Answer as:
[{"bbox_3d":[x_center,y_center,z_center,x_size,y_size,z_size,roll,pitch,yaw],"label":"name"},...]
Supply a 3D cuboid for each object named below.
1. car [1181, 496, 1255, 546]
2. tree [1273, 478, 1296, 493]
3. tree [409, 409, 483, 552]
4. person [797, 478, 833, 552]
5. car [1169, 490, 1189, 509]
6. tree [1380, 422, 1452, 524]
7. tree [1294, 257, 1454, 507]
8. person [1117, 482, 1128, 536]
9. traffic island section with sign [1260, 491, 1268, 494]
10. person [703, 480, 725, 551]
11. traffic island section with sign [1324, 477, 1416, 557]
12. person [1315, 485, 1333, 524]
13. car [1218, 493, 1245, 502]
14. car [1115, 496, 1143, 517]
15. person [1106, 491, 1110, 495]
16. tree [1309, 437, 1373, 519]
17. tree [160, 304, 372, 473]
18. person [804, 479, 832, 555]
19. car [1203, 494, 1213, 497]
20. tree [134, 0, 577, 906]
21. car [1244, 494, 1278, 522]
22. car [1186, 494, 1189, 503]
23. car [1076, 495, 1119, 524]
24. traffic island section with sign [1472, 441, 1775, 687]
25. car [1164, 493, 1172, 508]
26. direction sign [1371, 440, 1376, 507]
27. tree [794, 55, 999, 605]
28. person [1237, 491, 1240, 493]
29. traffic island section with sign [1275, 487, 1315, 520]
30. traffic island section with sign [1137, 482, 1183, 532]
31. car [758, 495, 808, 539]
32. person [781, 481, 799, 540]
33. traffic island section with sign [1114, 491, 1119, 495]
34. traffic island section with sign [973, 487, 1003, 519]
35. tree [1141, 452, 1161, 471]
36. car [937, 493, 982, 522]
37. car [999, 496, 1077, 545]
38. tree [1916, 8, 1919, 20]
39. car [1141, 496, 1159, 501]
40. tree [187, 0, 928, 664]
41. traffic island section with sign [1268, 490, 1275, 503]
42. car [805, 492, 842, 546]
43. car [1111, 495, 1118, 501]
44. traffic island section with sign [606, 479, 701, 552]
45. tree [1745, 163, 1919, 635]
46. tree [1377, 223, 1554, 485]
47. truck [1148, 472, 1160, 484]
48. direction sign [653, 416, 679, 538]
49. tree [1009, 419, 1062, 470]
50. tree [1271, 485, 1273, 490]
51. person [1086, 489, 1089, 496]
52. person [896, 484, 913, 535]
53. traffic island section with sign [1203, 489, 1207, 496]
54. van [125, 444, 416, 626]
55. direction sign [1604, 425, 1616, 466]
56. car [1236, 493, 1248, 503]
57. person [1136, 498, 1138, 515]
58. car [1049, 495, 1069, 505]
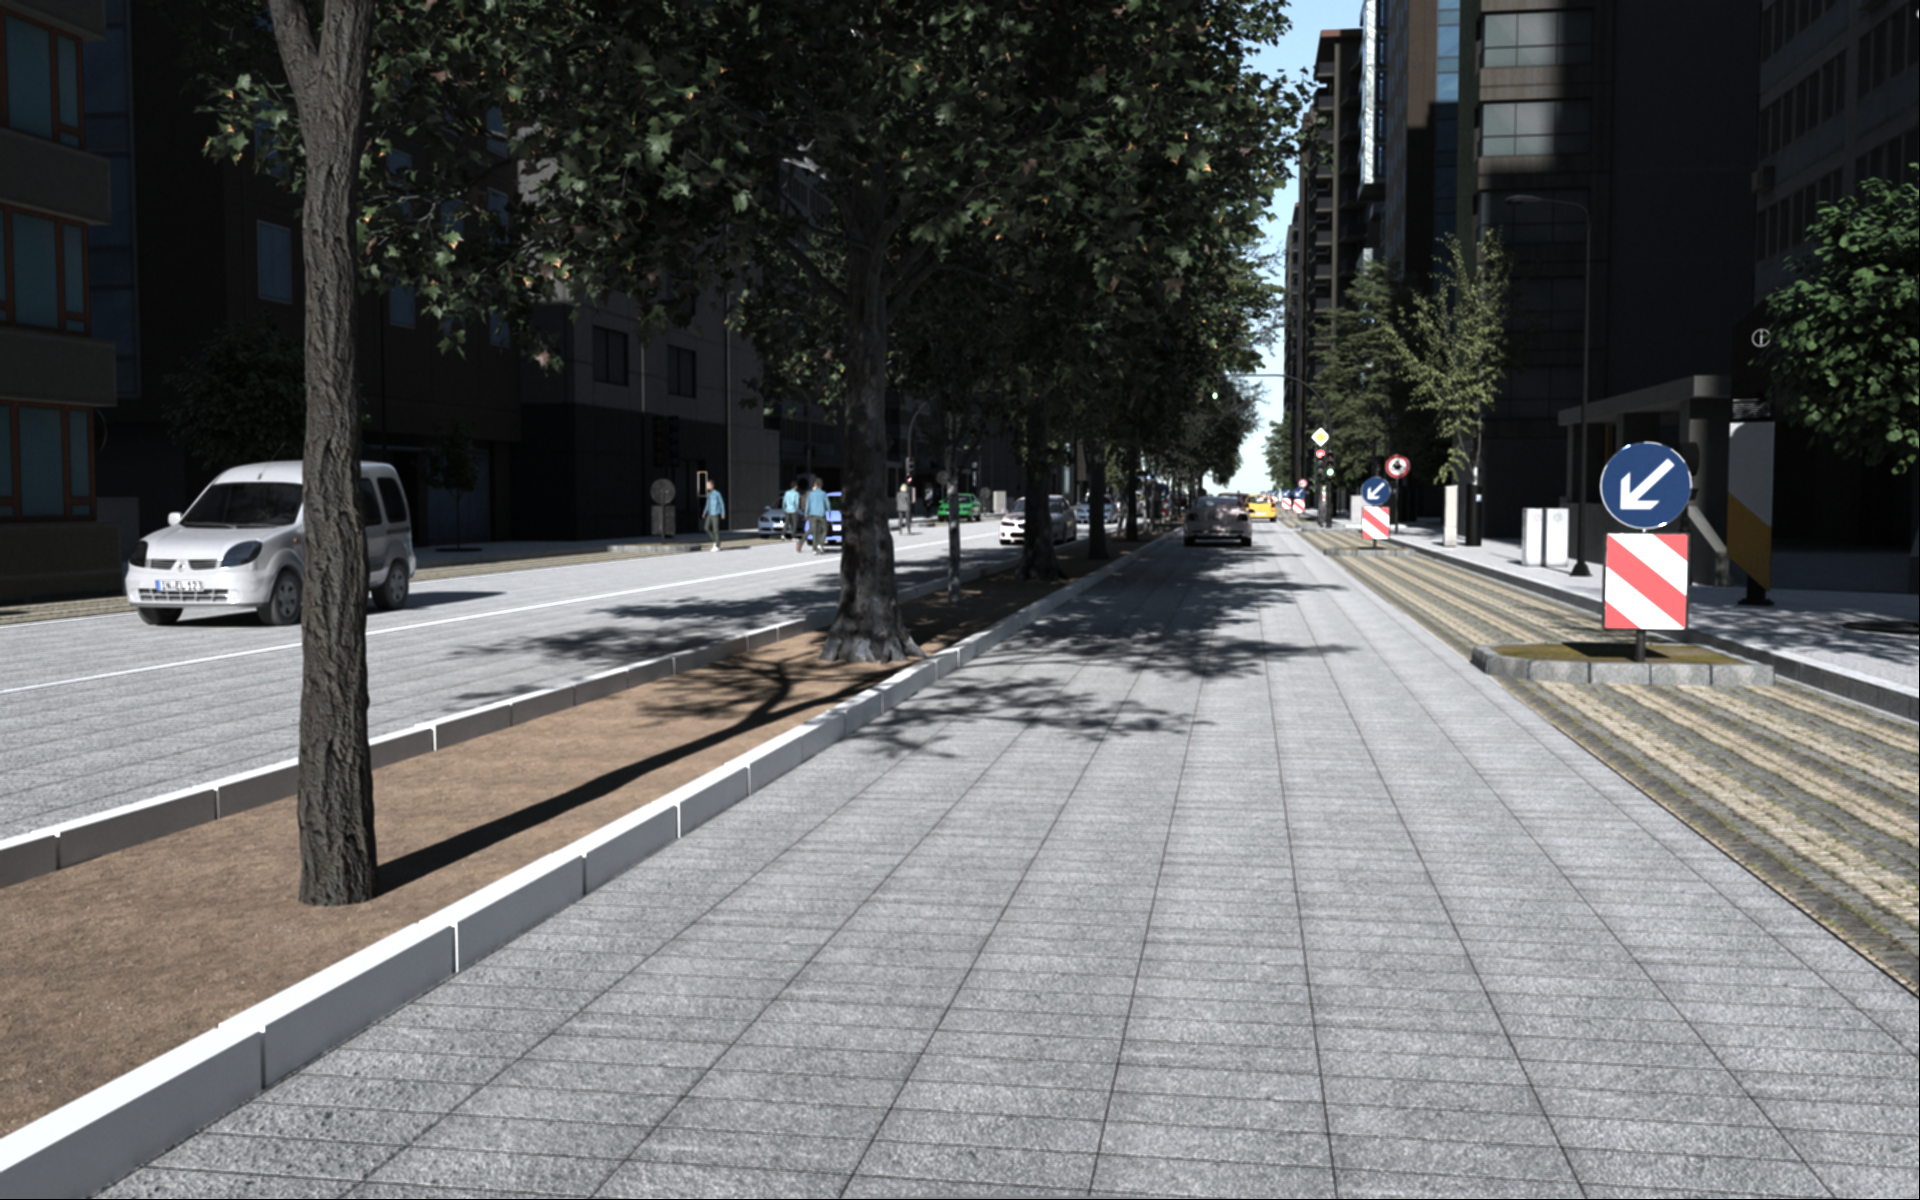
[{"bbox_3d":[7.292,-2.238,48.958,2.083,1.381,4.827,1,4,9],"label":"car"},{"bbox_3d":[41.067,-13.716,218.853,1.663,3.219,1.824,0,3,0],"label":"tree"},{"bbox_3d":[-11.273,-2.721,39.088,1.663,3.219,1.824,0,3,0],"label":"tree"},{"bbox_3d":[-3.575,-2.082,42.499,0.822,1.834,0.622,2,4,27],"label":"person"},{"bbox_3d":[20.489,-9.467,163.452,2.281,1.827,5.304,1,4,9],"label":"car"},{"bbox_3d":[20.738,-5.536,74.219,4.285,4.588,4.351,0,3,0],"label":"tree"},{"bbox_3d":[20.524,-10.097,83.219,7.486,12.596,7.792,0,3,0],"label":"tree"},{"bbox_3d":[5.661,-3.113,59.207,0.655,1.846,0.447,2,4,30],"label":"person"},{"bbox_3d":[31.109,-10.006,172.225,1.989,1.847,2.006,1,4,9],"label":"traffic island section with sign"},{"bbox_3d":[-6.181,-2.125,43.591,0.444,1.785,0.601,-3,5,-41],"label":"person"},{"bbox_3d":[9.550,-1.949,40.495,1.989,1.847,2.006,1,4,9],"label":"traffic island section with sign"},{"bbox_3d":[16.079,-4.153,76.528,0.709,1.813,0.853,-1,4,-17],"label":"person"},{"bbox_3d":[16.658,-6.020,107.460,2.155,1.783,4.494,0,4,8],"label":"car"},{"bbox_3d":[10.594,-5.947,109.594,2.083,1.381,4.827,1,4,11],"label":"car"},{"bbox_3d":[16.079,-10.945,188.129,1.217,1.739,0.721,0,4,-5],"label":"person"},{"bbox_3d":[21.002,-6.559,90.959,4.285,4.588,4.351,0,3,0],"label":"tree"},{"bbox_3d":[-11.952,-2.832,30.022,4.285,4.588,4.351,0,3,0],"label":"tree"},{"bbox_3d":[-3.350,-1.961,40.902,0.601,1.785,0.444,1,4,13],"label":"person"},{"bbox_3d":[43.470,-17.890,302.286,2.009,1.686,4.222,1,4,10],"label":"car"},{"bbox_3d":[-2.272,-4.195,5.456,8.767,10.594,7.601,1,4,9],"label":"tree"},{"bbox_3d":[15.424,-4.843,89.411,2.015,1.641,3.980,0,4,8],"label":"car"},{"bbox_3d":[24.267,-11.052,189.499,1.959,1.807,4.718,1,4,9],"label":"car"},{"bbox_3d":[6.723,-4.430,84.436,2.014,1.417,4.499,1,4,10],"label":"car"},{"bbox_3d":[5.204,-0.322,13.891,1.989,1.847,2.006,1,4,9],"label":"traffic island section with sign"},{"bbox_3d":[18.041,-8.742,152.524,1.945,1.707,3.694,1,4,9],"label":"car"},{"bbox_3d":[17.560,-4.988,73.548,0.379,3.537,0.876,1,4,23],"label":"direction sign"},{"bbox_3d":[-0.095,-4.217,21.772,4.360,8.622,3.978,0,3,0],"label":"tree"},{"bbox_3d":[31.288,-11.402,194.864,0.705,1.831,1.348,0,4,4],"label":"person"},{"bbox_3d":[18.540,-5.309,95.428,1.989,1.847,2.006,1,4,9],"label":"traffic island section with sign"},{"bbox_3d":[7.450,-3.591,66.851,2.006,1.907,1.989,1,4,9],"label":"traffic island section with sign"},{"bbox_3d":[-5.255,-2.720,56.472,2.014,1.417,4.499,1,4,9],"label":"car"},{"bbox_3d":[-5.216,-2.730,53.161,0.660,1.820,0.620,2,4,28],"label":"person"},{"bbox_3d":[18.266,-11.805,201.640,1.989,1.847,2.006,1,4,9],"label":"traffic island section with sign"},{"bbox_3d":[1.425,-5.508,98.686,1.989,1.847,2.006,1,4,9],"label":"traffic island section with sign"},{"bbox_3d":[32.978,-23.363,307.734,9.928,11.665,9.643,0,3,0],"label":"tree"},{"bbox_3d":[-0.008,-4.904,88.984,1.959,1.807,4.718,1,4,9],"label":"car"},{"bbox_3d":[2.303,-2.315,50.207,2.083,1.381,4.827,1,4,10],"label":"car"},{"bbox_3d":[6.652,-3.520,7.908,4.360,8.622,3.978,0,3,0],"label":"tree"},{"bbox_3d":[14.411,-7.378,130.423,2.009,1.686,4.222,1,4,11],"label":"car"},{"bbox_3d":[-0.820,-5.819,14.600,9.611,12.733,9.660,0,3,0],"label":"tree"},{"bbox_3d":[23.002,-6.976,122.681,1.989,1.847,2.006,1,4,9],"label":"traffic island section with sign"},{"bbox_3d":[-3.240,-2.424,49.230,1.945,1.707,3.694,1,4,9],"label":"car"},{"bbox_3d":[17.313,-11.095,193.982,1.945,1.354,3.894,1,4,9],"label":"car"},{"bbox_3d":[-7.601,-2.131,43.467,1.989,1.847,2.006,1,4,9],"label":"traffic island section with sign"},{"bbox_3d":[9.133,-1.984,16.156,4.285,4.588,4.351,0,3,0],"label":"tree"},{"bbox_3d":[13.767,-5.909,46.970,4.737,8.622,4.395,0,3,0],"label":"tree"},{"bbox_3d":[23.088,-13.460,209.829,2.967,4.110,18.799,1,4,9],"label":"truck"},{"bbox_3d":[-8.532,-3.568,50.331,0.876,3.537,0.379,2,4,24],"label":"direction sign"},{"bbox_3d":[6.807,-11.920,145.250,4.737,8.622,4.395,0,3,0],"label":"tree"},{"bbox_3d":[53.397,-18.316,294.064,1.663,3.219,1.824,0,3,0],"label":"tree"},{"bbox_3d":[8.453,-6.395,113.291,0.478,1.798,0.641,1,4,23],"label":"person"},{"bbox_3d":[-1.971,-3.172,60.542,0.537,1.800,0.526,2,4,32],"label":"person"},{"bbox_3d":[20.777,-8.574,148.317,2.006,1.907,1.989,1,4,9],"label":"traffic island section with sign"},{"bbox_3d":[-7.929,-0.805,20.169,2.013,2.044,4.112,0,4,8],"label":"van"},{"bbox_3d":[18.124,-3.451,48.416,0.876,3.537,0.379,1,4,13],"label":"direction sign"},{"bbox_3d":[19.389,-6.802,120.252,2.155,1.783,4.494,1,4,9],"label":"car"},{"bbox_3d":[10.533,-5.580,104.754,0.505,1.210,0.382,3,5,44],"label":"person"},{"bbox_3d":[5.386,-5.504,102.347,2.083,1.381,4.827,1,4,10],"label":"car"}]
